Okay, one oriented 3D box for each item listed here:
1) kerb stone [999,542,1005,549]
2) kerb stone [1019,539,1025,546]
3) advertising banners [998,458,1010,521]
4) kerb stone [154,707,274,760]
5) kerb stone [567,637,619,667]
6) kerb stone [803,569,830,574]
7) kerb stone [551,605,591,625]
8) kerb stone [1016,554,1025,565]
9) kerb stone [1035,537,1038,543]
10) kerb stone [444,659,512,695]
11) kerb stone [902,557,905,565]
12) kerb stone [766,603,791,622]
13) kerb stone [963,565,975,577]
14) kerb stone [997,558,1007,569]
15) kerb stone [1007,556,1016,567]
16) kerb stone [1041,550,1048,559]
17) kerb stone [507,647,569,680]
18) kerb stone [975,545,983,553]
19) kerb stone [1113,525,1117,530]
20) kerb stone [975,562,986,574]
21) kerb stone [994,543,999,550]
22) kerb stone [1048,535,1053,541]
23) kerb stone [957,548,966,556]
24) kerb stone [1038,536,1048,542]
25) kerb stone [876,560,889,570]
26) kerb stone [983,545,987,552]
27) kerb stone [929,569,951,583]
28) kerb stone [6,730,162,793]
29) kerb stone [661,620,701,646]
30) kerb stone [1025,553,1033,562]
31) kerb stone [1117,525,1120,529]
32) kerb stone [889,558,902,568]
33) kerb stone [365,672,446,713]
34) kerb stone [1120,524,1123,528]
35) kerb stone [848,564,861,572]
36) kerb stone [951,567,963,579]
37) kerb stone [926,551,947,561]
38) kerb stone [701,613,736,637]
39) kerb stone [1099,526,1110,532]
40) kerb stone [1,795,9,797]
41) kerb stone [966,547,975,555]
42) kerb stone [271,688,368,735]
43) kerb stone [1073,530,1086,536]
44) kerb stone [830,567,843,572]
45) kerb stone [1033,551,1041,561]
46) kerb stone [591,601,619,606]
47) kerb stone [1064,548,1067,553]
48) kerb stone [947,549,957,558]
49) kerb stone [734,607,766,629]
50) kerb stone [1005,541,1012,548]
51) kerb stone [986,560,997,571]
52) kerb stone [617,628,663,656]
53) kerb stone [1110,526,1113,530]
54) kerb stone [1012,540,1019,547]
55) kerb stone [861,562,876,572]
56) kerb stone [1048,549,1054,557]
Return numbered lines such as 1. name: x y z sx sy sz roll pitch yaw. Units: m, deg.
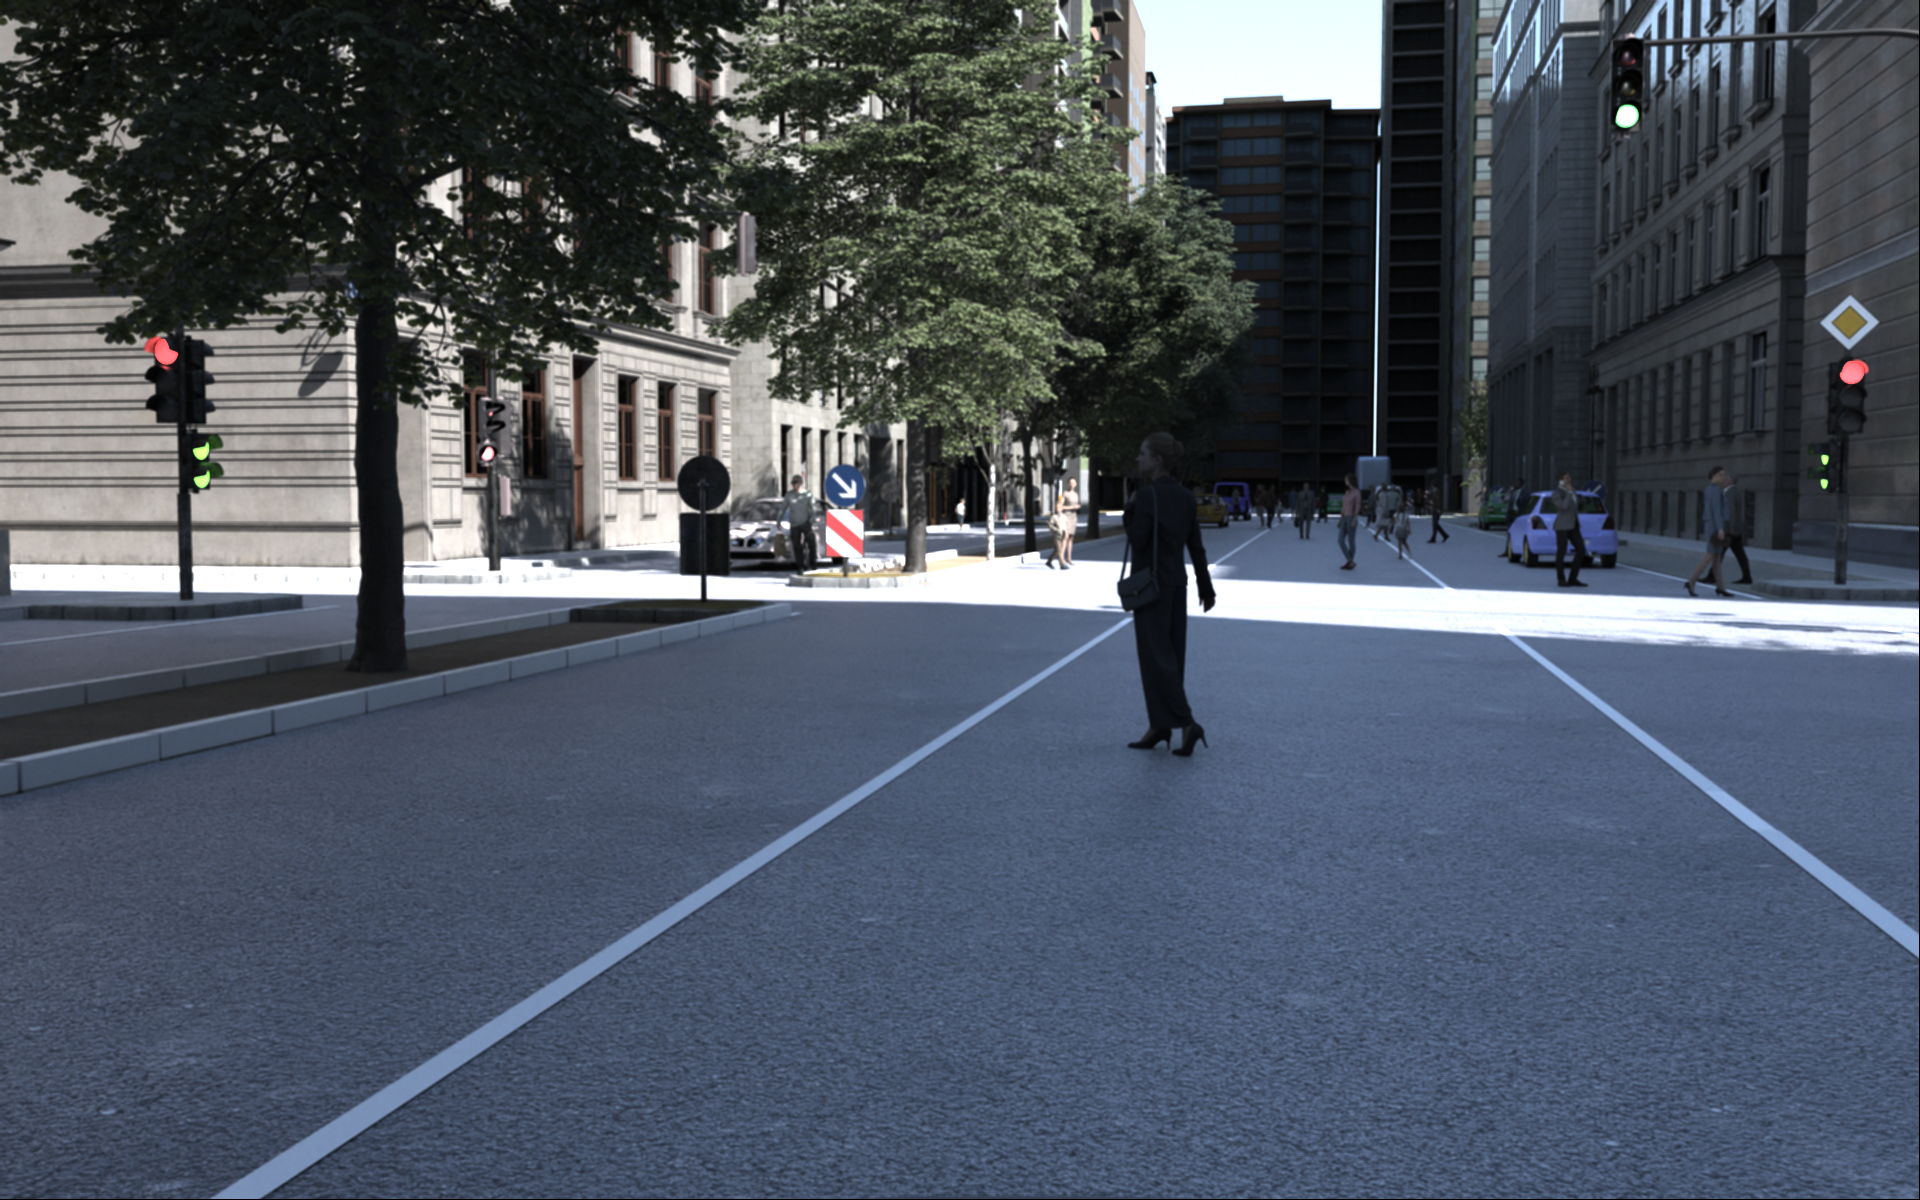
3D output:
1. kerb stone: 0.961 -1.383 44.863 0.120 0.150 1.000 1 4 12
2. kerb stone: 1.596 -1.566 47.872 0.120 0.150 1.000 1 4 12
3. advertising banners: 2.143 -5.325 83.248 0.090 3.025 2.074 1 4 17
4. kerb stone: -4.251 0.758 9.810 0.120 0.150 1.000 1 4 12
5. kerb stone: -3.194 0.452 14.812 0.120 0.150 1.000 1 4 12
6. kerb stone: -2.399 -0.403 28.810 0.120 0.150 1.000 1 4 12
7. kerb stone: -4.399 0.177 19.296 0.120 0.150 1.000 1 4 12
8. kerb stone: 1.127 -0.806 35.401 0.120 0.150 1.000 1 4 12
9. kerb stone: 2.021 -1.687 49.878 0.120 0.150 1.000 1 4 12
10. kerb stone: -3.616 0.575 12.812 0.120 0.150 1.000 1 4 12
11. kerb stone: -1.137 -0.773 34.838 0.120 0.150 1.000 1 4 12
12. kerb stone: -2.139 0.144 19.834 0.120 0.150 1.000 1 4 12
13. kerb stone: 0.064 -0.501 30.381 0.120 0.150 1.000 1 4 12
14. kerb stone: 0.706 -0.685 33.392 0.120 0.150 1.000 1 4 12
15. kerb stone: 0.917 -0.746 34.396 0.120 0.150 1.000 1 4 12
16. kerb stone: 1.758 -0.990 38.409 0.120 0.150 1.000 1 4 12
17. kerb stone: -3.406 0.513 13.812 0.120 0.150 1.000 1 4 12
18. kerb stone: 0.340 -1.200 41.858 0.120 0.150 1.000 1 4 12
19. kerb stone: 6.016 -2.860 68.950 0.120 0.150 1.000 1 4 12
20. kerb stone: 0.274 -0.553 31.382 0.120 0.150 1.000 1 4 12
21. kerb stone: 0.764 -1.325 43.860 0.120 0.150 1.000 1 4 12
22. kerb stone: 2.652 -1.877 52.892 0.120 0.150 1.000 1 4 12
23. kerb stone: -0.087 -1.080 39.858 0.120 0.150 1.000 1 4 12
24. kerb stone: 2.435 -1.816 51.883 0.120 0.150 1.000 1 4 12
25. kerb stone: -1.565 -0.648 32.824 0.120 0.150 1.000 1 4 12
26. kerb stone: 0.550 -1.264 42.859 0.120 0.150 1.000 1 4 12
27. kerb stone: -0.351 -0.378 28.379 0.120 0.150 1.000 1 4 12
28. kerb stone: -4.454 0.819 8.808 0.120 0.150 1.000 1 4 12
29. kerb stone: -2.772 0.328 16.830 0.120 0.150 1.000 1 4 12
30. kerb stone: 1.336 -0.869 36.402 0.120 0.150 1.000 1 4 12
31. kerb stone: 6.229 -2.921 69.956 0.120 0.150 1.000 1 4 12
32. kerb stone: -1.357 -0.712 33.836 0.120 0.150 1.000 1 4 12
33. kerb stone: -3.826 0.638 11.811 0.120 0.150 1.000 1 4 12
34. kerb stone: 6.445 -2.982 70.955 0.120 0.150 1.000 1 4 12
35. kerb stone: -1.987 -0.527 30.813 0.120 0.150 1.000 1 4 12
36. kerb stone: -0.146 -0.439 29.380 0.120 0.150 1.000 1 4 12
37. kerb stone: -0.508 -0.957 37.849 0.120 0.150 1.000 1 4 12
38. kerb stone: -2.560 0.269 17.834 0.120 0.150 1.000 1 4 12
39. kerb stone: 5.597 -2.737 66.941 0.120 0.150 1.000 1 4 12
40. kerb stone: -4.669 0.883 7.809 0.120 0.150 1.000 1 4 12
41. kerb stone: 0.129 -1.138 40.858 0.120 0.150 1.000 1 4 12
42. kerb stone: -4.035 0.698 10.809 0.120 0.150 1.000 1 4 12
43. kerb stone: 4.128 -2.307 59.909 0.120 0.150 1.000 1 4 12
44. kerb stone: -2.198 -0.463 29.813 0.120 0.150 1.000 1 4 12
45. kerb stone: 1.546 -0.931 37.409 0.120 0.150 1.000 1 4 12
46. kerb stone: -4.192 0.121 20.297 0.120 0.150 1.000 1 4 12
47. kerb stone: 2.384 -1.171 41.412 0.120 0.150 1.000 1 4 12
48. kerb stone: -0.297 -1.019 38.850 0.120 0.150 1.000 1 4 12
49. kerb stone: -2.352 0.210 18.835 0.120 0.150 1.000 1 4 12
50. kerb stone: 1.166 -1.448 45.865 0.120 0.150 1.000 1 4 12
51. kerb stone: 0.489 -0.623 32.389 0.120 0.150 1.000 1 4 12
52. kerb stone: -2.981 0.390 15.818 0.120 0.150 1.000 1 4 12
53. kerb stone: 5.803 -2.793 67.943 0.120 0.150 1.000 1 4 12
54. kerb stone: 1.389 -1.505 46.863 0.120 0.150 1.000 1 4 12
55. kerb stone: -1.770 -0.588 31.812 0.120 0.150 1.000 1 4 12
56. kerb stone: 1.960 -1.053 39.412 0.120 0.150 1.000 1 4 12
